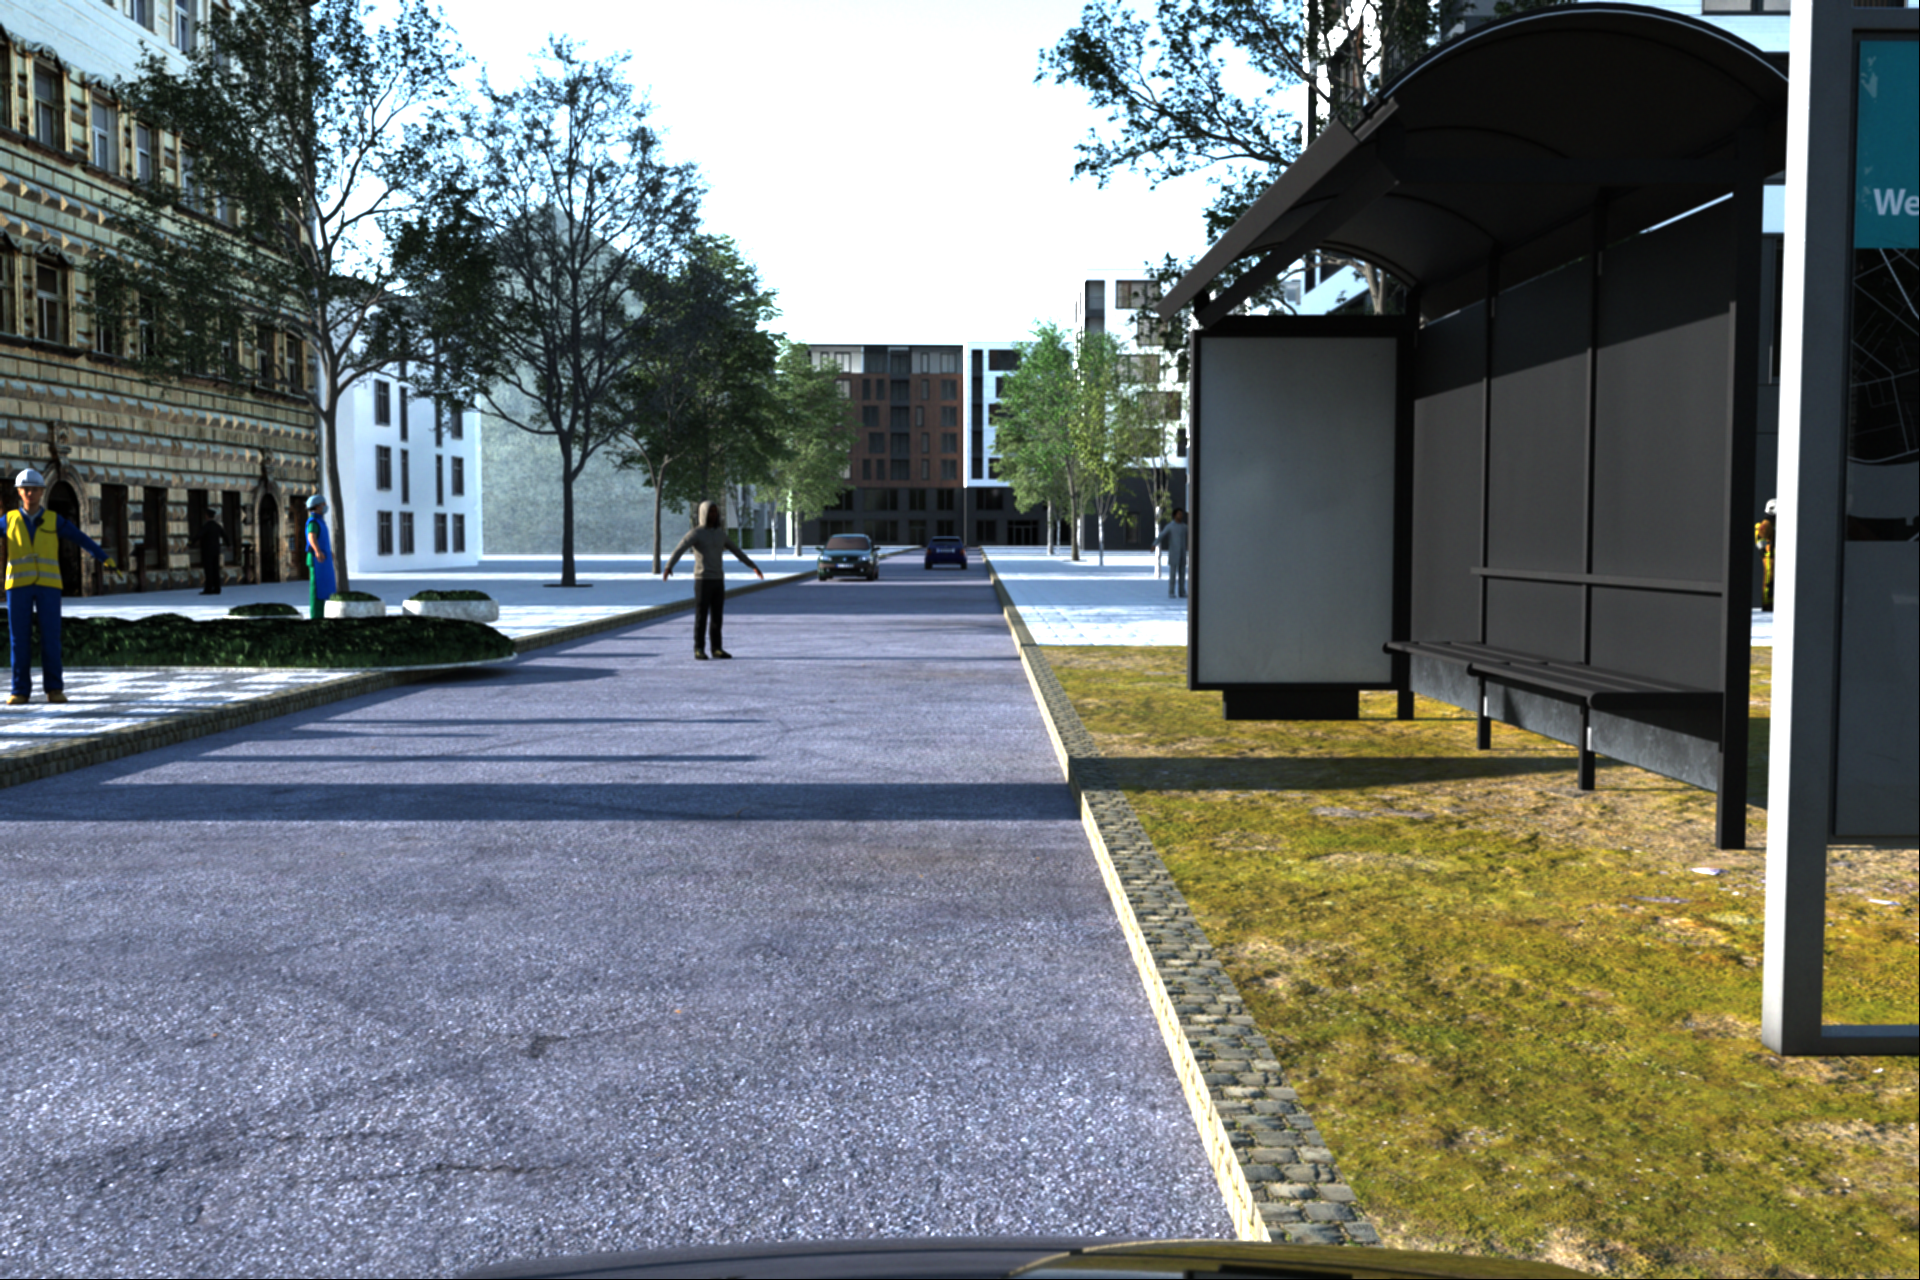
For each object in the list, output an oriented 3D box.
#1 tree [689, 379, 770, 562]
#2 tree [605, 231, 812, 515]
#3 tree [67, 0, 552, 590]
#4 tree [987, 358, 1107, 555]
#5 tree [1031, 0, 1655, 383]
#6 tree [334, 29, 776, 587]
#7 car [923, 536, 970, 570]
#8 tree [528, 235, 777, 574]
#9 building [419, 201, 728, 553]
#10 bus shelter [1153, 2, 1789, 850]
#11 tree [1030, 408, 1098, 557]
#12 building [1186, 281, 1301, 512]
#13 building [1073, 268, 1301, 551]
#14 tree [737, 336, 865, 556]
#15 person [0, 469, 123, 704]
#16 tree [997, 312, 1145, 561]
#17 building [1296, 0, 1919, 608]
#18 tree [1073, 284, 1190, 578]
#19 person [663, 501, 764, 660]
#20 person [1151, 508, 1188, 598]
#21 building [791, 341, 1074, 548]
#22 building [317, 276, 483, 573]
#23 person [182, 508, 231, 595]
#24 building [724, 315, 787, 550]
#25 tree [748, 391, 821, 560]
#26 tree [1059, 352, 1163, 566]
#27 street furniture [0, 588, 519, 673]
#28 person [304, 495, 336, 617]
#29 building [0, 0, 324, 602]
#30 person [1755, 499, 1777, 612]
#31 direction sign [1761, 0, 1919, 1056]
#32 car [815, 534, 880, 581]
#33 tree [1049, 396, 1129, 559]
[{"bbox_3d":[-9.790,-7.829,78.371,4.360,8.622,3.978,0,3,0],"label":"tree"},{"bbox_3d":[-9.445,-8.988,65.085,7.486,12.596,7.792,0,3,0],"label":"tree"},{"bbox_3d":[-10.192,-5.683,27.327,7.601,10.594,8.767,-2,4,-27],"label":"tree"},{"bbox_3d":[5.180,-11.532,106.679,7.486,12.596,7.792,0,3,0],"label":"tree"},{"bbox_3d":[5.391,-5.316,21.331,8.767,10.594,7.601,-3,4,-39],"label":"tree"},{"bbox_3d":[-9.489,-8.049,41.970,12.009,13.543,11.850,0,3,0],"label":"tree"},{"bbox_3d":[-0.563,-3.589,71.263,1.945,1.354,3.894,0,4,0],"label":"car"},{"bbox_3d":[-9.791,-7.376,55.008,8.767,10.594,7.601,0,4,3],"label":"tree"},{"bbox_3d":[-27.145,-17.897,123.550,19.493,23.208,18.063,0,4,0],"label":"building"},{"bbox_3d":[2.392,-0.946,9.388,2.014,3.302,5.546,0,4,-1],"label":"bus shelter"},{"bbox_3d":[5.408,-9.054,98.394,4.360,8.622,3.978,0,3,0],"label":"tree"},{"bbox_3d":[22.304,-16.758,130.407,16.016,20.090,11.380,0,4,0],"label":"building"},{"bbox_3d":[23.587,-18.701,149.733,27.936,21.610,32.646,0,4,0],"label":"building"},{"bbox_3d":[-9.386,-11.136,100.208,7.486,12.596,7.792,0,3,0],"label":"tree"},{"bbox_3d":[-7.000,-0.405,13.090,1.216,1.772,0.721,-2,4,-26],"label":"person"},{"bbox_3d":[5.315,-9.546,81.838,9.928,11.665,9.643,0,3,0],"label":"tree"},{"bbox_3d":[22.471,-12.325,45.493,27.936,21.610,32.646,0,3,0],"label":"building"},{"bbox_3d":[5.985,-6.104,50.160,4.360,8.622,3.978,0,3,0],"label":"tree"},{"bbox_3d":[-2.860,-0.690,19.865,1.348,1.813,0.705,-3,5,-42],"label":"person"},{"bbox_3d":[4.412,-1.760,34.968,1.347,1.806,0.705,-2,4,-23],"label":"person"},{"bbox_3d":[-2.314,-21.371,195.843,32.646,21.610,27.936,0,4,-3],"label":"building"},{"bbox_3d":[-24.102,-7.852,70.533,9.099,9.664,28.070,0,4,0],"label":"building"},{"bbox_3d":[-15.923,-1.886,36.764,0.705,1.837,1.347,1,4,19],"label":"person"},{"bbox_3d":[-25.651,-17.549,153.385,16.747,18.905,31.486,0,4,1],"label":"building"},{"bbox_3d":[-9.314,-8.311,86.246,4.360,8.622,3.978,0,3,0],"label":"tree"},{"bbox_3d":[5.916,-7.325,70.131,4.737,8.622,4.395,0,3,0],"label":"tree"},{"bbox_3d":[-9.622,-0.146,18.013,10.072,0.657,5.734,0,4,-5],"label":"street furniture"},{"bbox_3d":[-8.762,-1.078,23.744,0.704,1.817,1.347,-1,4,-14],"label":"person"},{"bbox_3d":[-27.099,-12.727,39.019,19.493,23.208,18.063,0,4,-1],"label":"building"},{"bbox_3d":[13.474,-1.399,28.643,1.354,1.858,0.705,-3,5,-43],"label":"person"},{"bbox_3d":[2.076,-0.909,3.628,2.525,3.948,1.411,0,4,-1],"label":"direction sign"},{"bbox_3d":[-3.462,-2.707,54.045,2.009,1.686,4.222,0,3,0],"label":"car"},{"bbox_3d":[5.942,-8.496,89.267,4.360,8.622,3.978,0,3,0],"label":"tree"}]
